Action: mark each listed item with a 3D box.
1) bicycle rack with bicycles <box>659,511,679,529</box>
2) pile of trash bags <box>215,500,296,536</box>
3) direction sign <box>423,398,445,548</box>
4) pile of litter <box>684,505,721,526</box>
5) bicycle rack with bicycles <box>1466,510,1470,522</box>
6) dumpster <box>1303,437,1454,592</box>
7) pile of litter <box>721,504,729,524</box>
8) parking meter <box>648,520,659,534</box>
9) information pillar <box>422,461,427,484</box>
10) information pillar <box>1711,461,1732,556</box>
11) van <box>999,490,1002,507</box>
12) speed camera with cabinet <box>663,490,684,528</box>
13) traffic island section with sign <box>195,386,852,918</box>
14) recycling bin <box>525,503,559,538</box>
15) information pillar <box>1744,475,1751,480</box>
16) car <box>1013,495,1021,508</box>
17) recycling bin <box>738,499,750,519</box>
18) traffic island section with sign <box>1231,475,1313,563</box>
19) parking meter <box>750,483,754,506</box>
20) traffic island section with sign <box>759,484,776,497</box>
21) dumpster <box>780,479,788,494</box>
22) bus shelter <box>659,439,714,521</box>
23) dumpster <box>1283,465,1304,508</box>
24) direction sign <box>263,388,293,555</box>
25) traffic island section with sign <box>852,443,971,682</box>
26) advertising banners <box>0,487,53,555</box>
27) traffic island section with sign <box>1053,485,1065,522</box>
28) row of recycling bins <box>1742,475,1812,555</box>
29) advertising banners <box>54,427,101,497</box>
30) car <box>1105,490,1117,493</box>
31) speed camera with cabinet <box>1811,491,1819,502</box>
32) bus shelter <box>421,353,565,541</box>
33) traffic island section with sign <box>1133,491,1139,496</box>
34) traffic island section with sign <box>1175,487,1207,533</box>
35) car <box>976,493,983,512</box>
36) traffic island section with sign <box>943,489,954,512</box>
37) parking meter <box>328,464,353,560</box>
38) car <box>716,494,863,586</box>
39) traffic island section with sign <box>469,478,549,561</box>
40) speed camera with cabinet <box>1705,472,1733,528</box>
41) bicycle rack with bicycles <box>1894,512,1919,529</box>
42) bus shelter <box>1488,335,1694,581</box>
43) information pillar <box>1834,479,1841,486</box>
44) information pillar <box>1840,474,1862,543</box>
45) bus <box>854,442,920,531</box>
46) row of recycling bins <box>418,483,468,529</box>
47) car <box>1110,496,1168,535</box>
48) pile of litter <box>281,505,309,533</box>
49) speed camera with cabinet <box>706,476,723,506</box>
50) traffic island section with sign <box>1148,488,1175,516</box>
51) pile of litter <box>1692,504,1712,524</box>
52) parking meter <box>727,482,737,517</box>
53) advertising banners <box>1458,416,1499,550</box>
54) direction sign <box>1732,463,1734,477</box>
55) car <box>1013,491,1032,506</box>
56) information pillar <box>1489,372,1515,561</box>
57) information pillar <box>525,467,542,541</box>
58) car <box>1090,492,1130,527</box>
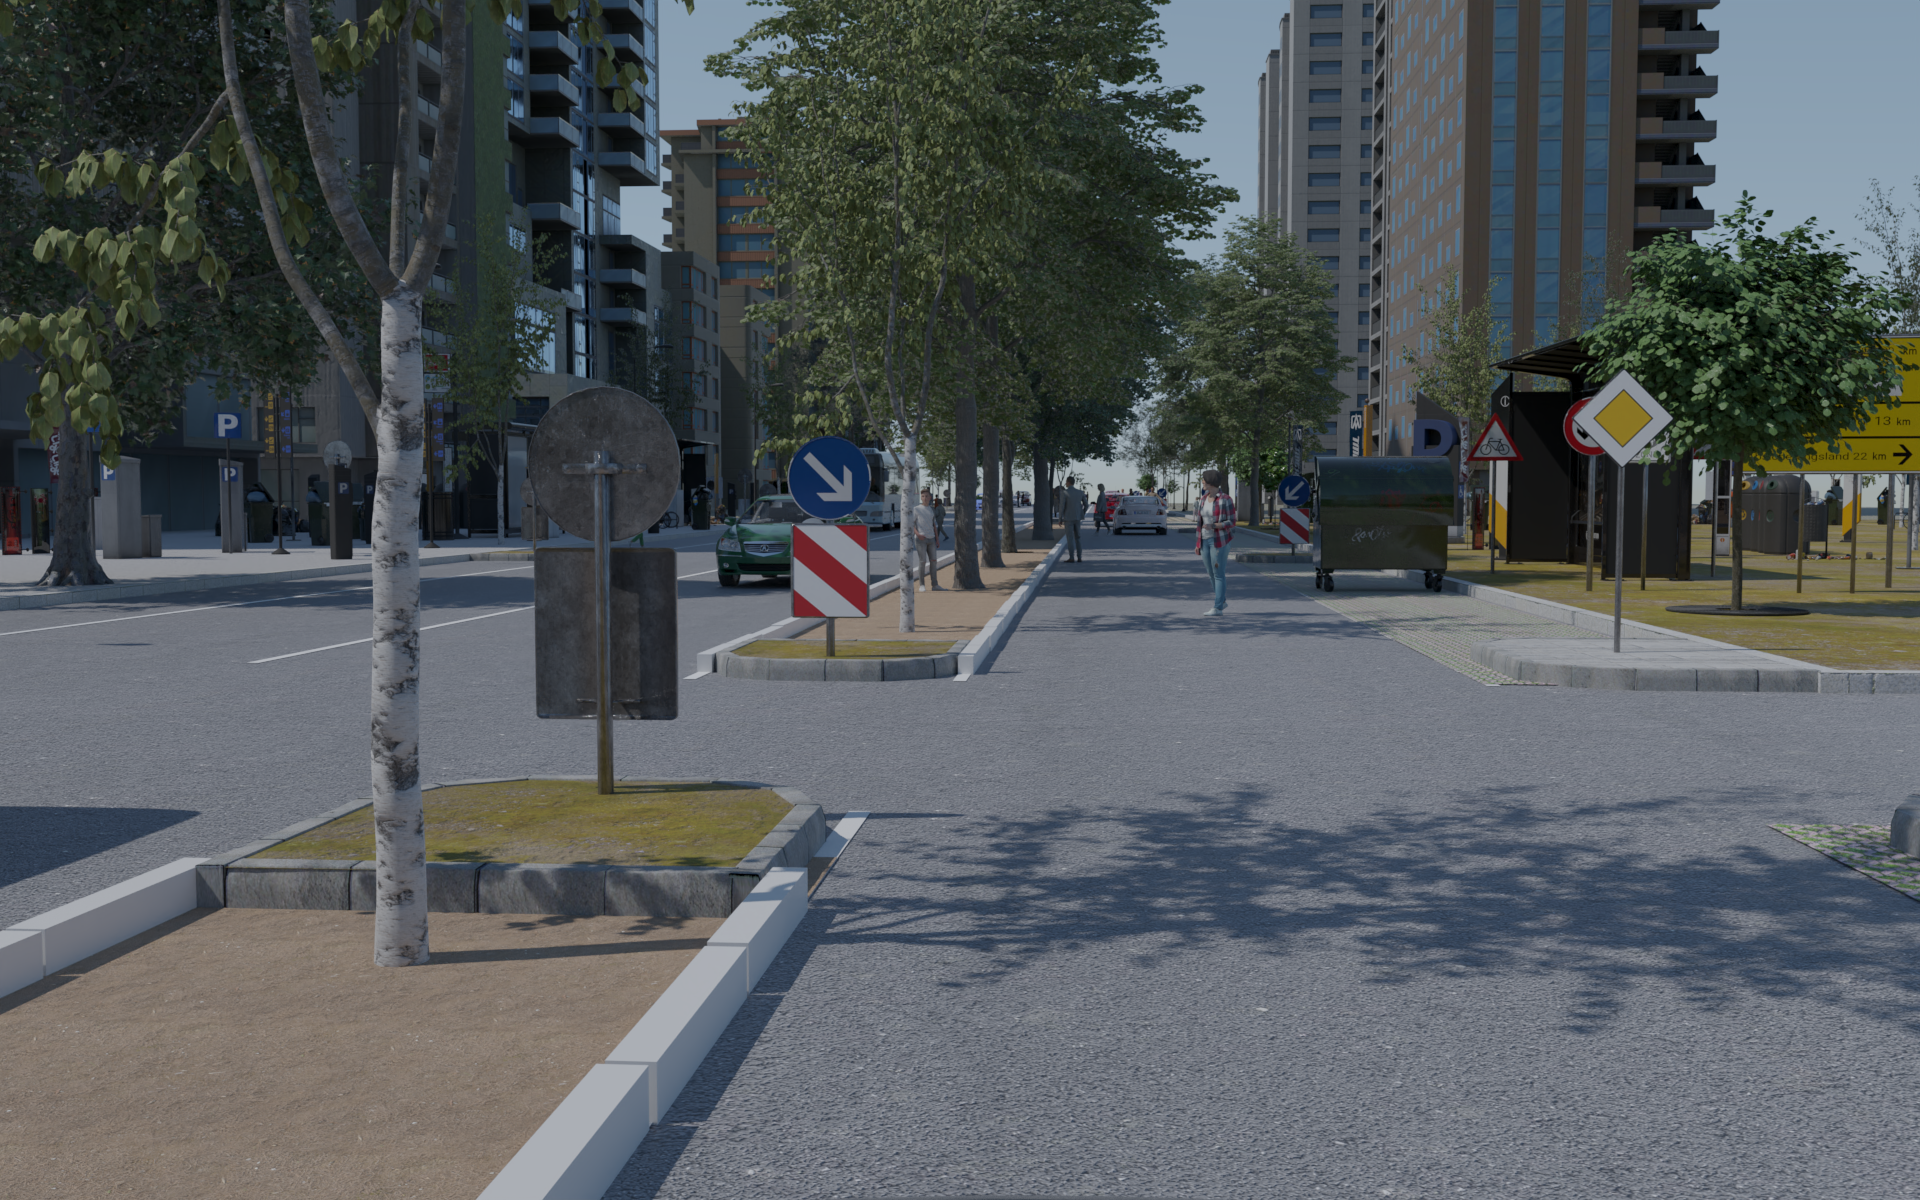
[{"bbox_3d":[-11.743,-3.123,64.441,2.925,0.926,2.852,-1,4,-18],"label":"bicycle rack with bicycles"},{"bbox_3d":[-21.015,-2.664,53.301,3.447,1.369,1.912,-2,4,-35],"label":"pile of trash bags"},{"bbox_3d":[-12.520,-2.994,40.956,0.876,3.537,0.379,2,4,26],"label":"direction sign"},{"bbox_3d":[-10.591,-3.397,69.505,1.719,0.858,1.176,0,4,-5],"label":"pile of litter"},{"bbox_3d":[21.350,-3.935,77.727,2.925,0.926,2.852,1,4,20],"label":"bicycle rack with bicycles"},{"bbox_3d":[6.182,-1.259,25.536,1.985,2.255,1.502,0,4,6],"label":"dumpster"},{"bbox_3d":[-10.393,-3.639,73.456,1.176,0.858,1.719,2,4,28],"label":"pile of litter"},{"bbox_3d":[-9.981,-2.934,56.385,0.372,1.533,0.369,0,3,0],"label":"parking meter"},{"bbox_3d":[-22.256,-4.916,71.735,0.183,3.616,0.504,2,4,32],"label":"information pillar"},{"bbox_3d":[15.736,-1.914,35.780,0.304,2.012,0.304,1,4,11],"label":"information pillar"},{"bbox_3d":[3.411,-9.281,158.753,2.013,2.044,4.112,0,4,6],"label":"van"},{"bbox_3d":[-11.263,-4.442,66.964,0.660,3.252,2.038,0,4,8],"label":"speed camera with cabinet"},{"bbox_3d":[-1.574,0.081,6.815,2.006,1.907,1.989,0,4,5],"label":"traffic island section with sign"},{"bbox_3d":[-12.201,-2.326,50.586,0.722,1.027,0.722,1,4,18],"label":"recycling bin"},{"bbox_3d":[35.887,-5.354,78.889,0.504,3.616,0.183,-3,4,-38],"label":"information pillar"},{"bbox_3d":[5.577,-10.627,186.108,2.083,1.381,4.827,0,4,3],"label":"car"},{"bbox_3d":[-10.986,-4.676,89.006,0.722,1.027,0.722,-1,4,-15],"label":"recycling bin"},{"bbox_3d":[6.851,-1.706,36.513,1.989,1.847,2.006,0,4,5],"label":"traffic island section with sign"},{"bbox_3d":[-10.560,-5.048,88.250,0.255,1.863,0.399,-1,4,-12],"label":"parking meter"},{"bbox_3d":[-7.260,-3.452,65.076,1.989,1.847,2.006,0,4,5],"label":"traffic island section with sign"},{"bbox_3d":[-8.534,-5.264,88.565,1.502,2.255,1.985,0,4,5],"label":"dumpster"},{"bbox_3d":[-12.408,-5.226,76.728,1.731,3.624,6.357,0,4,5],"label":"bus shelter"},{"bbox_3d":[11.516,-3.326,56.868,1.502,2.255,1.985,0,4,4],"label":"dumpster"},{"bbox_3d":[-14.448,-2.737,36.742,0.876,3.537,0.379,2,4,31],"label":"direction sign"},{"bbox_3d":[-0.965,-0.371,14.197,2.006,1.907,1.989,0,4,5],"label":"traffic island section with sign"},{"bbox_3d":[-19.951,-2.460,36.413,0.090,3.025,2.074,1,4,18],"label":"advertising banners"},{"bbox_3d":[5.112,-4.951,89.090,2.006,1.907,1.989,0,4,5],"label":"traffic island section with sign"},{"bbox_3d":[17.884,-1.894,38.078,1.069,1.692,3.534,1,4,12],"label":"row of recycling bins"},{"bbox_3d":[-22.166,-2.928,44.066,2.074,3.025,0.090,-1,4,-11],"label":"advertising banners"},{"bbox_3d":[15.673,-10.374,178.292,2.281,1.827,5.304,0,4,3],"label":"car"},{"bbox_3d":[39.125,-5.312,81.183,2.038,3.252,0.660,2,4,33],"label":"speed camera with cabinet"},{"bbox_3d":[-13.930,-4.538,51.824,2.179,5.291,8.768,0,4,5],"label":"bus shelter"},{"bbox_3d":[15.311,-8.075,140.648,1.989,1.847,2.006,0,4,5],"label":"traffic island section with sign"},{"bbox_3d":[9.053,-3.371,63.745,1.989,1.847,2.006,0,4,5],"label":"traffic island section with sign"},{"bbox_3d":[1.955,-7.940,139.405,1.945,1.707,3.694,0,4,4],"label":"car"},{"bbox_3d":[-1.024,-8.151,141.891,1.989,1.847,2.006,0,4,5],"label":"traffic island section with sign"},{"bbox_3d":[-12.132,-1.728,33.963,0.255,1.863,0.399,3,5,42],"label":"parking meter"},{"bbox_3d":[-2.660,-1.011,28.327,2.131,1.459,4.920,0,4,7],"label":"car"},{"bbox_3d":[-9.468,-1.796,37.985,1.989,1.847,2.006,0,4,5],"label":"traffic island section with sign"},{"bbox_3d":[29.464,-4.400,66.270,2.038,3.252,0.660,-2,4,-26],"label":"speed camera with cabinet"},{"bbox_3d":[35.139,-2.978,62.072,2.925,0.926,2.852,-1,4,-16],"label":"bicycle rack with bicycles"},{"bbox_3d":[10.247,-2.278,28.527,1.731,3.624,6.357,0,4,4],"label":"bus shelter"},{"bbox_3d":[42.329,-4.843,83.678,0.304,2.012,0.304,1,4,18],"label":"information pillar"},{"bbox_3d":[23.582,-3.327,45.754,0.183,3.616,0.504,-2,4,-29],"label":"information pillar"},{"bbox_3d":[-3.635,-4.617,70.354,2.948,3.499,13.247,0,4,5],"label":"bus"},{"bbox_3d":[-18.569,-3.472,63.876,3.534,1.692,1.069,-3,4,-37],"label":"row of recycling bins"},{"bbox_3d":[6.433,-3.043,62.116,2.083,1.381,4.827,0,4,4],"label":"car"},{"bbox_3d":[-22.310,-2.684,57.851,1.719,0.858,1.176,0,4,-1],"label":"pile of litter"},{"bbox_3d":[-13.338,-5.867,90.260,2.038,3.252,0.660,2,4,31],"label":"speed camera with cabinet"},{"bbox_3d":[13.102,-6.413,113.479,1.989,1.847,2.006,0,4,5],"label":"traffic island section with sign"},{"bbox_3d":[31.644,-3.646,73.573,1.176,0.858,1.719,-2,4,-30],"label":"pile of litter"},{"bbox_3d":[-10.940,-4.736,83.140,0.399,1.863,0.255,0,4,4],"label":"parking meter"},{"bbox_3d":[11.915,-2.661,39.692,2.074,3.025,0.090,-3,5,-44],"label":"advertising banners"},{"bbox_3d":[34.309,-5.247,77.783,0.876,3.537,0.379,1,4,17],"label":"direction sign"},{"bbox_3d":[7.524,-12.281,209.462,2.281,1.827,5.304,0,4,6],"label":"car"},{"bbox_3d":[10.484,-2.577,33.495,0.183,3.616,0.504,-3,4,-37],"label":"information pillar"},{"bbox_3d":[-11.652,-2.621,47.347,0.304,2.012,0.304,2,4,30],"label":"information pillar"},{"bbox_3d":[6.820,-4.115,76.318,2.155,1.783,4.494,0,4,4],"label":"car"}]
